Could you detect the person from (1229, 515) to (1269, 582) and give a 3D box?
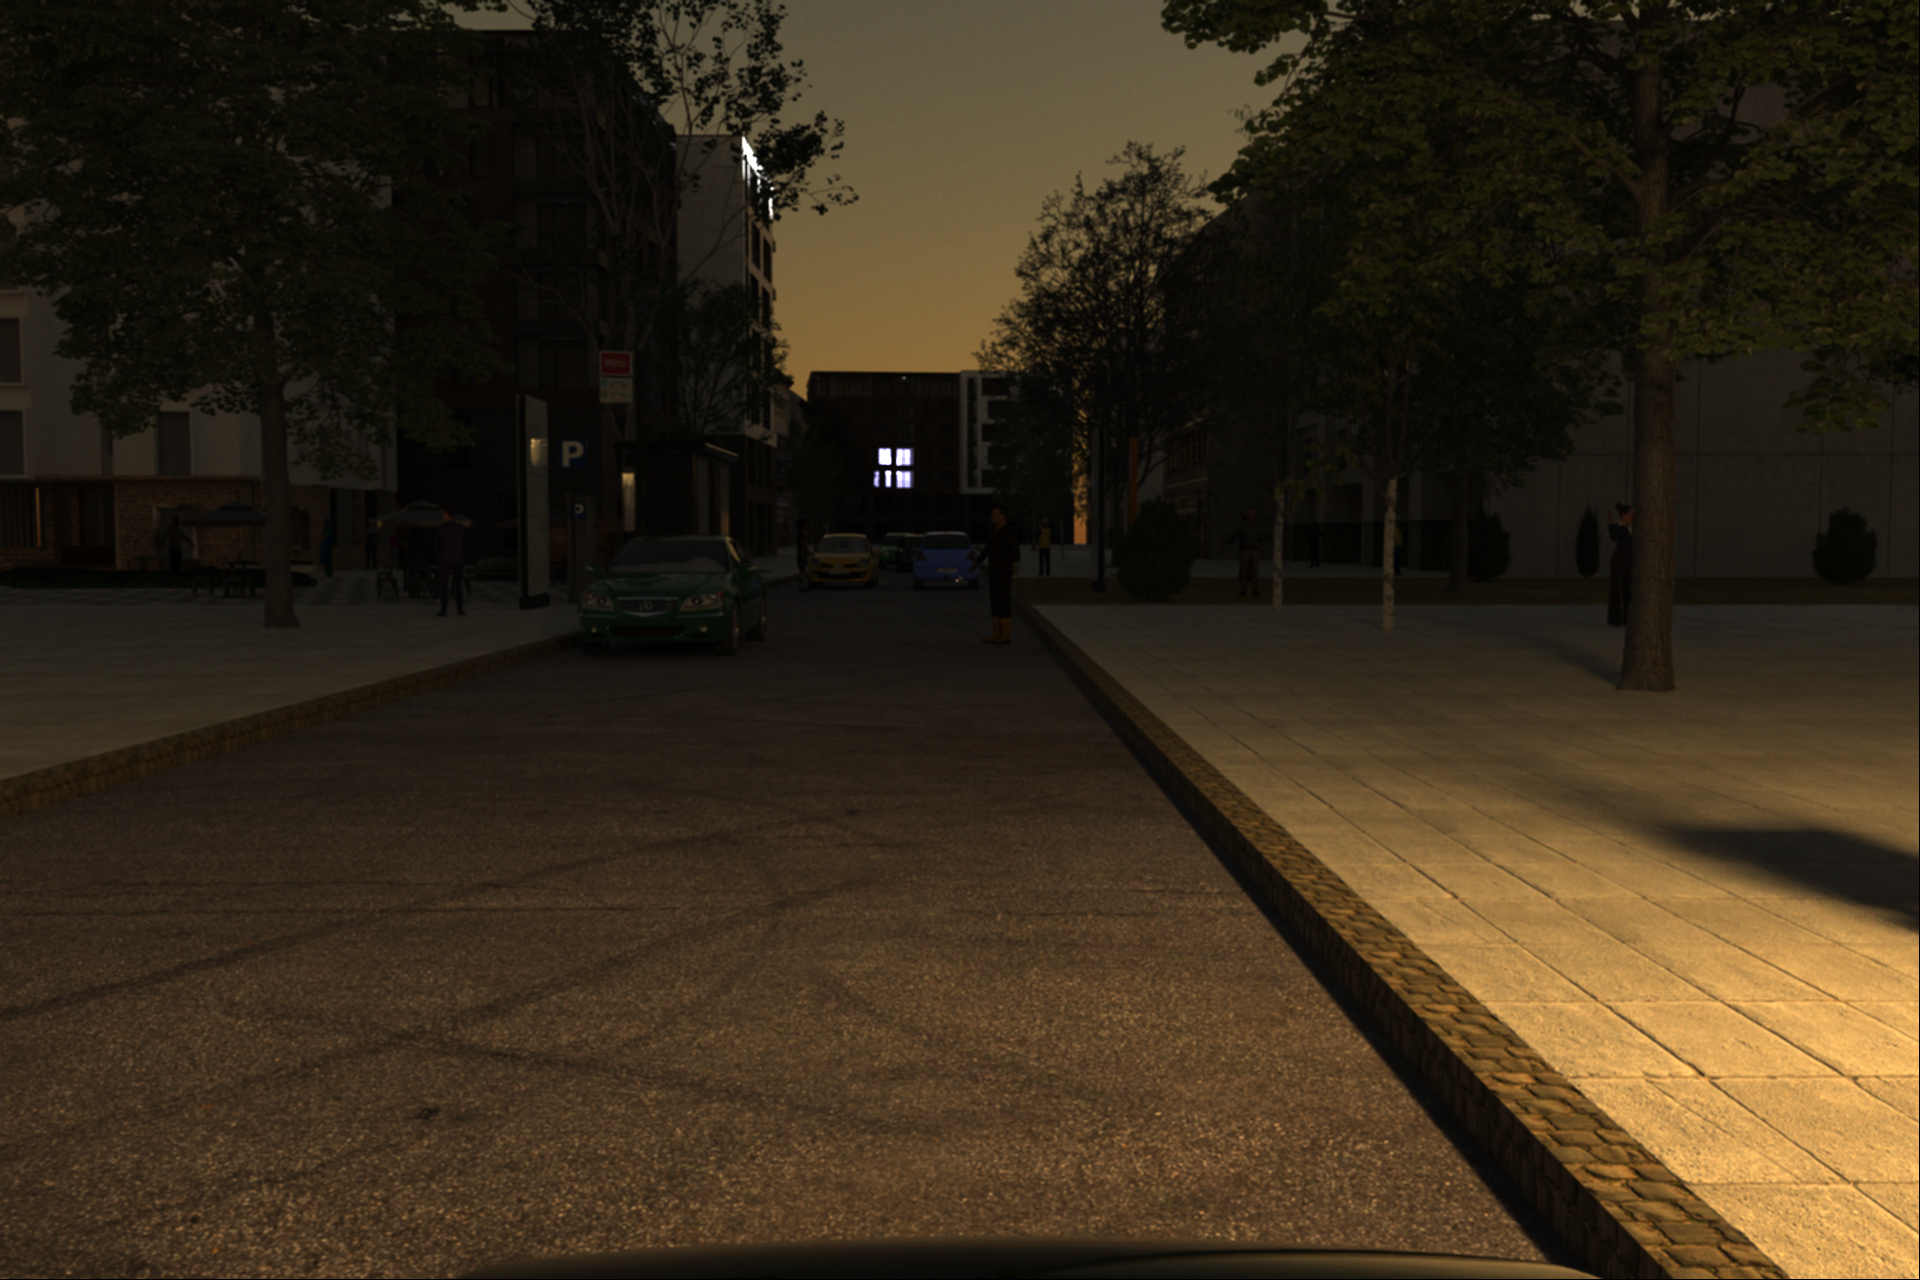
[{"bbox_3d":[7.761,-2.503,46.866,0.705,1.837,1.347,-3,5,-40],"label":"person"}]

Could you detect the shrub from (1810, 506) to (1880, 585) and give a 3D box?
[{"bbox_3d":[22.581,-2.434,44.216,1.690,2.028,1.600,0,3,0],"label":"shrub"}]

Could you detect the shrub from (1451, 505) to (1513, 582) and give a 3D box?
[{"bbox_3d":[14.118,-2.620,46.874,1.661,2.075,1.752,0,3,0],"label":"shrub"}]

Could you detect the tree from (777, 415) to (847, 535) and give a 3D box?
[{"bbox_3d":[-9.282,-9.551,106.516,4.737,8.622,4.395,0,3,0],"label":"tree"}]

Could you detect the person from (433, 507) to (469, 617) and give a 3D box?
[{"bbox_3d":[-7.951,-1.231,27.084,0.541,1.710,0.530,-1,4,-20],"label":"person"}]

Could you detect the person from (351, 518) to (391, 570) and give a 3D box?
[{"bbox_3d":[-21.114,-3.438,62.072,1.347,1.847,0.705,-1,4,-18],"label":"person"}]

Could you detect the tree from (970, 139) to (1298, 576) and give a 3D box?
[{"bbox_3d":[5.377,-8.741,53.285,12.009,13.543,11.850,0,3,0],"label":"tree"}]

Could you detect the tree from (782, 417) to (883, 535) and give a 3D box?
[{"bbox_3d":[-10.281,-12.403,137.200,8.767,10.594,7.601,-1,4,-10],"label":"tree"}]

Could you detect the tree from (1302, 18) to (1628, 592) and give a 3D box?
[{"bbox_3d":[11.173,-7.352,38.336,7.486,12.596,7.792,0,3,0],"label":"tree"}]

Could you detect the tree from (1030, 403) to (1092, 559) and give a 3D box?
[{"bbox_3d":[5.128,-8.430,88.192,4.360,8.622,3.978,0,3,0],"label":"tree"}]

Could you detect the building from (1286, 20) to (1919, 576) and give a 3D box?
[{"bbox_3d":[24.415,-12.352,68.413,16.747,18.905,31.486,0,4,0],"label":"building"}]

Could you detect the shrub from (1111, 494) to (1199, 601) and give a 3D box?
[{"bbox_3d":[3.746,-1.786,33.245,1.661,2.075,1.752,0,3,0],"label":"shrub"}]

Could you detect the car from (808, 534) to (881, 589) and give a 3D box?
[{"bbox_3d":[-3.102,-2.210,46.358,2.015,1.641,3.980,0,4,0],"label":"car"}]

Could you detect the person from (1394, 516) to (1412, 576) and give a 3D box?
[{"bbox_3d":[13.494,-2.905,53.459,1.349,1.833,0.705,-3,5,-44],"label":"person"}]

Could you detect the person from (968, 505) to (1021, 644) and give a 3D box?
[{"bbox_3d":[0.498,-0.858,22.621,0.704,1.812,1.346,-2,4,-25],"label":"person"}]

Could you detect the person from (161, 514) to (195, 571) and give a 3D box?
[{"bbox_3d":[-20.661,-2.417,45.645,0.705,1.813,1.348,1,4,11],"label":"person"}]

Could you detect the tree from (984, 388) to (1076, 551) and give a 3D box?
[{"bbox_3d":[5.337,-12.953,129.912,7.486,12.596,7.792,0,3,0],"label":"tree"}]

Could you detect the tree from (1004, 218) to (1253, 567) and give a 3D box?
[{"bbox_3d":[6.153,-9.571,66.853,12.009,13.543,11.850,0,3,0],"label":"tree"}]

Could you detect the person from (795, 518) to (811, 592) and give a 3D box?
[{"bbox_3d":[-3.873,-2.093,42.820,0.704,1.843,1.345,-1,4,-11],"label":"person"}]

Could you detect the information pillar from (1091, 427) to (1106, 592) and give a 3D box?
[{"bbox_3d":[3.112,-2.913,38.947,0.184,3.620,1.656,0,4,-1],"label":"information pillar"}]

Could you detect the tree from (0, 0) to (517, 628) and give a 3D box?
[{"bbox_3d":[-9.737,-6.434,23.326,7.486,12.596,7.792,0,3,0],"label":"tree"}]

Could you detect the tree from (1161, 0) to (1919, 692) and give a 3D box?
[{"bbox_3d":[5.575,-5.886,14.361,7.486,12.596,7.792,0,3,0],"label":"tree"}]

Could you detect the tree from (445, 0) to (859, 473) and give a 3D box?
[{"bbox_3d":[-9.526,-12.076,53.332,12.611,20.169,13.585,0,3,0],"label":"tree"}]

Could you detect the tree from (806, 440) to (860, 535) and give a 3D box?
[{"bbox_3d":[-10.192,-10.936,129.163,4.360,8.622,3.978,0,3,0],"label":"tree"}]

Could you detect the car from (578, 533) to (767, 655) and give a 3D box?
[{"bbox_3d":[-3.544,-0.621,21.950,2.131,1.459,4.920,0,4,0],"label":"car"}]

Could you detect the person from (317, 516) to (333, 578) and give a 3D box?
[{"bbox_3d":[-18.520,-2.721,50.617,0.704,1.817,1.347,0,4,-8],"label":"person"}]

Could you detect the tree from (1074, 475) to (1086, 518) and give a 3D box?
[{"bbox_3d":[17.915,-17.774,225.023,7.601,10.594,8.767,0,4,5],"label":"tree"}]

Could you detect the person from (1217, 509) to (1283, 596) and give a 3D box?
[{"bbox_3d":[6.017,-1.814,35.930,1.348,1.796,0.705,0,4,6],"label":"person"}]

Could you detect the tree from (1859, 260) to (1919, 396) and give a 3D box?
[{"bbox_3d":[22.276,-6.172,35.327,7.601,10.594,8.767,-1,4,-10],"label":"tree"}]

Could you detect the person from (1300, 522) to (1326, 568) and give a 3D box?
[{"bbox_3d":[13.456,-3.621,65.926,1.216,1.740,0.721,-2,4,-29],"label":"person"}]

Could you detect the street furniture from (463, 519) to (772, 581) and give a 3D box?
[{"bbox_3d":[-11.670,-2.742,51.688,11.010,1.723,9.812,-1,4,-15],"label":"street furniture"}]

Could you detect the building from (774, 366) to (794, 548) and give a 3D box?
[{"bbox_3d":[-26.304,-20.344,163.554,19.493,23.208,18.063,0,4,1],"label":"building"}]

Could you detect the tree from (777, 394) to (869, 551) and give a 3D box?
[{"bbox_3d":[-9.796,-11.099,115.874,8.767,10.594,7.601,1,4,12],"label":"tree"}]

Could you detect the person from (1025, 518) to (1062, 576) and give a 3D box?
[{"bbox_3d":[2.553,-2.838,52.860,1.216,1.772,0.721,-1,4,-20],"label":"person"}]

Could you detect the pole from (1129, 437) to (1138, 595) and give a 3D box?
[{"bbox_3d":[3.657,-2.612,36.546,0.158,3.312,0.155,0,3,0],"label":"pole"}]

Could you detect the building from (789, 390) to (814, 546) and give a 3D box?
[{"bbox_3d":[-27.301,-22.656,201.361,19.493,23.208,18.063,0,4,0],"label":"building"}]

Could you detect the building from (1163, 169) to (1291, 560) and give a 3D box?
[{"bbox_3d":[21.568,-16.131,94.675,19.493,23.208,18.063,0,4,0],"label":"building"}]

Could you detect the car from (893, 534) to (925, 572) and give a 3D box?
[{"bbox_3d":[-1.578,-3.462,66.390,2.009,1.686,4.222,0,4,-1],"label":"car"}]

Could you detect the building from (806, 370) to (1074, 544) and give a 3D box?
[{"bbox_3d":[-3.470,-23.335,227.965,32.646,21.610,27.936,0,4,-7],"label":"building"}]

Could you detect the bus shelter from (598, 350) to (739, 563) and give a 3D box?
[{"bbox_3d":[-6.808,-3.848,40.554,2.179,5.291,8.768,0,4,0],"label":"bus shelter"}]

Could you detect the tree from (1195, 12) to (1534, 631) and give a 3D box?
[{"bbox_3d":[5.584,-4.446,23.049,4.737,8.622,4.395,0,3,0],"label":"tree"}]

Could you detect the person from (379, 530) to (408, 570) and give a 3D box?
[{"bbox_3d":[-19.994,-3.174,61.156,0.991,1.433,0.599,-1,4,-10],"label":"person"}]

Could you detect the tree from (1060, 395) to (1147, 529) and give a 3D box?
[{"bbox_3d":[6.211,-7.735,76.825,4.737,8.622,4.395,0,3,0],"label":"tree"}]

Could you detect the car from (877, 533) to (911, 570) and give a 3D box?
[{"bbox_3d":[-2.421,-3.813,71.139,1.959,1.807,4.718,0,4,-1],"label":"car"}]

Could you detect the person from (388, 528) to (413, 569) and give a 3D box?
[{"bbox_3d":[-20.663,-3.570,64.139,1.354,1.858,0.705,2,4,34],"label":"person"}]

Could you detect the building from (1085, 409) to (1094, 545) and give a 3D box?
[{"bbox_3d":[24.818,-22.757,203.009,19.493,23.208,18.063,0,4,0],"label":"building"}]

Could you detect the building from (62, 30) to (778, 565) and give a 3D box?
[{"bbox_3d":[-25.018,-14.863,86.986,27.936,21.610,32.646,0,4,1],"label":"building"}]

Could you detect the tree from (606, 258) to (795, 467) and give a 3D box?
[{"bbox_3d":[-9.933,-8.587,66.160,9.928,11.665,9.643,0,3,0],"label":"tree"}]

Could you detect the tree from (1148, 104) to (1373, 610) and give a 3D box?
[{"bbox_3d":[5.388,-4.801,28.851,4.360,8.622,3.978,0,3,0],"label":"tree"}]

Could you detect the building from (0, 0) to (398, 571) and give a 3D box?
[{"bbox_3d":[-27.152,-12.162,55.267,16.016,20.090,11.380,0,4,-1],"label":"building"}]

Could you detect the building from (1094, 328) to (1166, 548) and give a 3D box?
[{"bbox_3d":[21.776,-17.784,157.231,16.747,18.905,31.486,0,4,0],"label":"building"}]

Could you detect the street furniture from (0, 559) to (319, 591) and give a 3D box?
[{"bbox_3d":[-20.300,-1.558,41.097,10.072,0.657,5.734,0,4,-7],"label":"street furniture"}]

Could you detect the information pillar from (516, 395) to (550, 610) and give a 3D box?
[{"bbox_3d":[-7.412,-2.373,30.106,0.184,3.620,1.656,0,4,-1],"label":"information pillar"}]

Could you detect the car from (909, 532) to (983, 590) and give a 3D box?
[{"bbox_3d":[-0.368,-2.200,45.562,1.945,1.707,3.694,0,4,-1],"label":"car"}]

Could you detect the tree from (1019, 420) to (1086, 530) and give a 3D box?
[{"bbox_3d":[5.257,-9.697,108.911,4.360,8.622,3.978,0,3,0],"label":"tree"}]

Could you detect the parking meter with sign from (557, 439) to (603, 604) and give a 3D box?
[{"bbox_3d":[-7.127,-2.231,32.734,0.543,3.016,1.738,0,4,-1],"label":"parking meter with sign"}]

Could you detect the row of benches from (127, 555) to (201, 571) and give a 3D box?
[{"bbox_3d":[-23.176,-2.132,50.315,1.422,0.672,4.104,-3,5,-45],"label":"row of benches"}]

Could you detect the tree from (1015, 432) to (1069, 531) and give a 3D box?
[{"bbox_3d":[5.531,-10.325,119.173,4.737,8.622,4.395,0,3,0],"label":"tree"}]

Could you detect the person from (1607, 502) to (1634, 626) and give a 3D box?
[{"bbox_3d":[9.227,-1.053,24.066,0.445,1.727,0.742,2,4,30],"label":"person"}]
